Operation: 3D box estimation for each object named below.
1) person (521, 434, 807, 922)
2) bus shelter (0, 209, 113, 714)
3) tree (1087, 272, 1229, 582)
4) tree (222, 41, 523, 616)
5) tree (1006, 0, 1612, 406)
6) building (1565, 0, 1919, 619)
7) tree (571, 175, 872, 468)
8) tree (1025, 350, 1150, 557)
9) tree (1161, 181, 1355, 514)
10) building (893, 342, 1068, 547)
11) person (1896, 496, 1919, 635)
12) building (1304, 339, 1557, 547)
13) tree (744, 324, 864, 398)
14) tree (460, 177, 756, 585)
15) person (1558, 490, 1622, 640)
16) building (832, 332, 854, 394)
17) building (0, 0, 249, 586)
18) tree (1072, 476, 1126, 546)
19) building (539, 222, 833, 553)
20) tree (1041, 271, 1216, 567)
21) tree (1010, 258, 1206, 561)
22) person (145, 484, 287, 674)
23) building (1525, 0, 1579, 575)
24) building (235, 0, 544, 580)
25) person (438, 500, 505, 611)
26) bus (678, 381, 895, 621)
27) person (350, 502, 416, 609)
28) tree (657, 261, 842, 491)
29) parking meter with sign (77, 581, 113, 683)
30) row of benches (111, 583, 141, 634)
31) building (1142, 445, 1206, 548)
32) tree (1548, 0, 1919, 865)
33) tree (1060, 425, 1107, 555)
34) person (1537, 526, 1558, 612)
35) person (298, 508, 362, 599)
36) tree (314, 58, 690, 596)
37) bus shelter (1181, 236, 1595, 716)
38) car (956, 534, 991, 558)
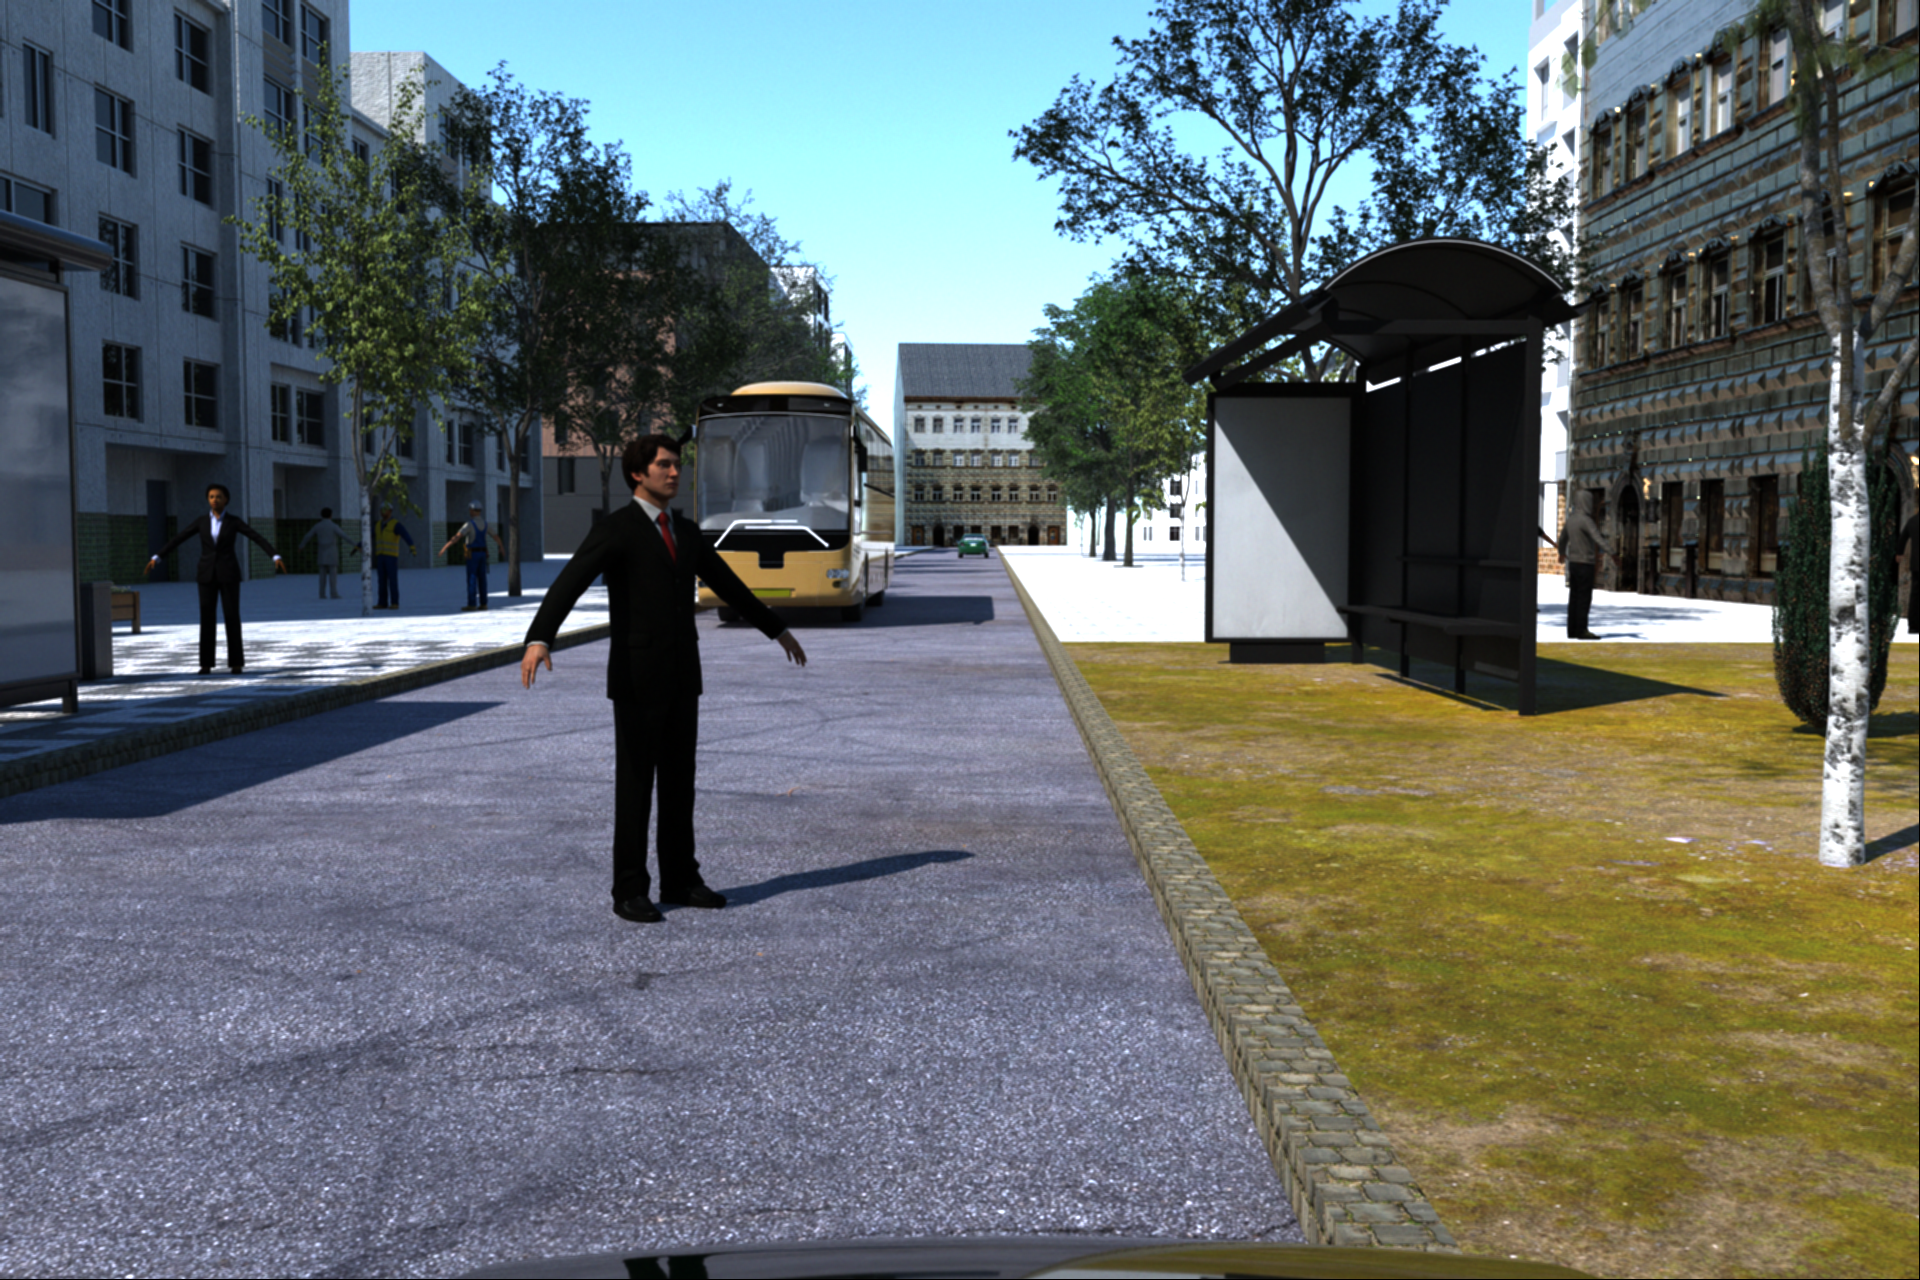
[{"bbox_3d":[-1.133,0.128,6.557,0.705,1.806,1.347,3,5,40],"label":"person"},{"bbox_3d":[-7.277,-1.860,8.041,2.179,5.291,8.768,0,4,2],"label":"bus shelter"},{"bbox_3d":[5.862,-5.900,46.831,4.737,8.622,4.395,0,3,0],"label":"tree"},{"bbox_3d":[-9.071,-4.687,26.998,4.737,8.622,4.395,0,3,0],"label":"tree"},{"bbox_3d":[5.162,-5.483,24.055,8.767,10.594,7.601,-1,4,-20],"label":"tree"},{"bbox_3d":[23.629,-12.271,31.565,19.493,23.208,18.063,0,4,1],"label":"building"},{"bbox_3d":[-8.565,-9.162,60.168,12.009,13.543,11.850,0,3,0],"label":"tree"},{"bbox_3d":[7.324,-10.351,94.993,9.928,11.665,9.643,0,3,0],"label":"tree"},{"bbox_3d":[6.134,-5.316,37.273,4.737,8.622,4.395,0,3,0],"label":"tree"},{"bbox_3d":[1.955,-22.325,198.397,18.063,23.208,19.493,0,4,-6],"label":"building"},{"bbox_3d":[12.354,-0.974,22.142,0.704,1.802,1.346,0,4,-5],"label":"person"},{"bbox_3d":[21.604,-8.033,73.482,9.099,9.664,28.070,0,4,1],"label":"building"},{"bbox_3d":[-8.201,-9.808,86.110,9.928,11.665,9.643,0,3,0],"label":"tree"},{"bbox_3d":[-8.813,-6.703,44.014,8.767,10.594,7.601,1,4,22],"label":"tree"},{"bbox_3d":[7.614,-0.918,21.132,0.705,1.813,1.348,-1,4,-10],"label":"person"},{"bbox_3d":[-25.624,-20.135,173.175,27.936,21.610,32.646,0,4,0],"label":"building"},{"bbox_3d":[-27.993,-10.048,30.739,16.747,18.905,31.486,0,4,2],"label":"building"},{"bbox_3d":[15.562,-15.678,190.743,7.601,10.594,8.767,0,4,5],"label":"tree"},{"bbox_3d":[-25.125,-17.506,130.195,27.936,21.610,32.646,0,4,2],"label":"building"},{"bbox_3d":[6.663,-8.639,67.001,9.928,11.665,9.643,0,3,0],"label":"tree"},{"bbox_3d":[7.141,-10.722,81.957,9.857,13.997,8.962,0,3,0],"label":"tree"},{"bbox_3d":[-6.772,-0.555,15.791,1.216,1.740,0.721,-1,4,-11],"label":"person"},{"bbox_3d":[23.589,-12.149,55.056,16.016,20.090,11.380,0,4,1],"label":"building"},{"bbox_3d":[-27.956,-12.082,63.992,16.747,18.905,31.486,0,4,1],"label":"building"},{"bbox_3d":[-8.123,-1.416,29.014,0.705,1.847,1.347,3,4,36],"label":"person"},{"bbox_3d":[-2.746,-2.454,31.668,2.896,3.916,12.252,0,4,1],"label":"bus"},{"bbox_3d":[-9.802,-1.444,29.579,1.349,1.833,0.705,1,4,21],"label":"person"},{"bbox_3d":[-8.748,-9.434,72.378,7.486,12.596,7.792,0,3,0],"label":"tree"},{"bbox_3d":[-7.761,-1.117,14.524,0.543,3.016,1.738,0,4,0],"label":"parking meter with sign"},{"bbox_3d":[-11.296,-0.311,20.547,1.422,0.672,4.104,1,4,14],"label":"row of benches"},{"bbox_3d":[23.427,-13.880,169.079,9.099,9.664,28.070,0,4,1],"label":"building"},{"bbox_3d":[3.639,-3.443,6.660,4.360,8.622,3.978,0,3,0],"label":"tree"},{"bbox_3d":[7.075,-9.368,103.536,4.360,8.622,3.978,0,3,0],"label":"tree"},{"bbox_3d":[9.278,-1.360,28.382,1.345,1.843,0.704,-1,4,-16],"label":"person"},{"bbox_3d":[-12.580,-1.732,34.501,1.347,1.806,0.705,0,4,7],"label":"person"},{"bbox_3d":[-9.277,-6.157,35.082,8.767,10.594,7.601,1,4,11],"label":"tree"},{"bbox_3d":[3.253,-1.263,14.567,2.014,3.302,5.546,0,4,-1],"label":"bus shelter"},{"bbox_3d":[0.821,-5.637,103.968,2.131,1.459,4.920,0,4,1],"label":"car"}]
